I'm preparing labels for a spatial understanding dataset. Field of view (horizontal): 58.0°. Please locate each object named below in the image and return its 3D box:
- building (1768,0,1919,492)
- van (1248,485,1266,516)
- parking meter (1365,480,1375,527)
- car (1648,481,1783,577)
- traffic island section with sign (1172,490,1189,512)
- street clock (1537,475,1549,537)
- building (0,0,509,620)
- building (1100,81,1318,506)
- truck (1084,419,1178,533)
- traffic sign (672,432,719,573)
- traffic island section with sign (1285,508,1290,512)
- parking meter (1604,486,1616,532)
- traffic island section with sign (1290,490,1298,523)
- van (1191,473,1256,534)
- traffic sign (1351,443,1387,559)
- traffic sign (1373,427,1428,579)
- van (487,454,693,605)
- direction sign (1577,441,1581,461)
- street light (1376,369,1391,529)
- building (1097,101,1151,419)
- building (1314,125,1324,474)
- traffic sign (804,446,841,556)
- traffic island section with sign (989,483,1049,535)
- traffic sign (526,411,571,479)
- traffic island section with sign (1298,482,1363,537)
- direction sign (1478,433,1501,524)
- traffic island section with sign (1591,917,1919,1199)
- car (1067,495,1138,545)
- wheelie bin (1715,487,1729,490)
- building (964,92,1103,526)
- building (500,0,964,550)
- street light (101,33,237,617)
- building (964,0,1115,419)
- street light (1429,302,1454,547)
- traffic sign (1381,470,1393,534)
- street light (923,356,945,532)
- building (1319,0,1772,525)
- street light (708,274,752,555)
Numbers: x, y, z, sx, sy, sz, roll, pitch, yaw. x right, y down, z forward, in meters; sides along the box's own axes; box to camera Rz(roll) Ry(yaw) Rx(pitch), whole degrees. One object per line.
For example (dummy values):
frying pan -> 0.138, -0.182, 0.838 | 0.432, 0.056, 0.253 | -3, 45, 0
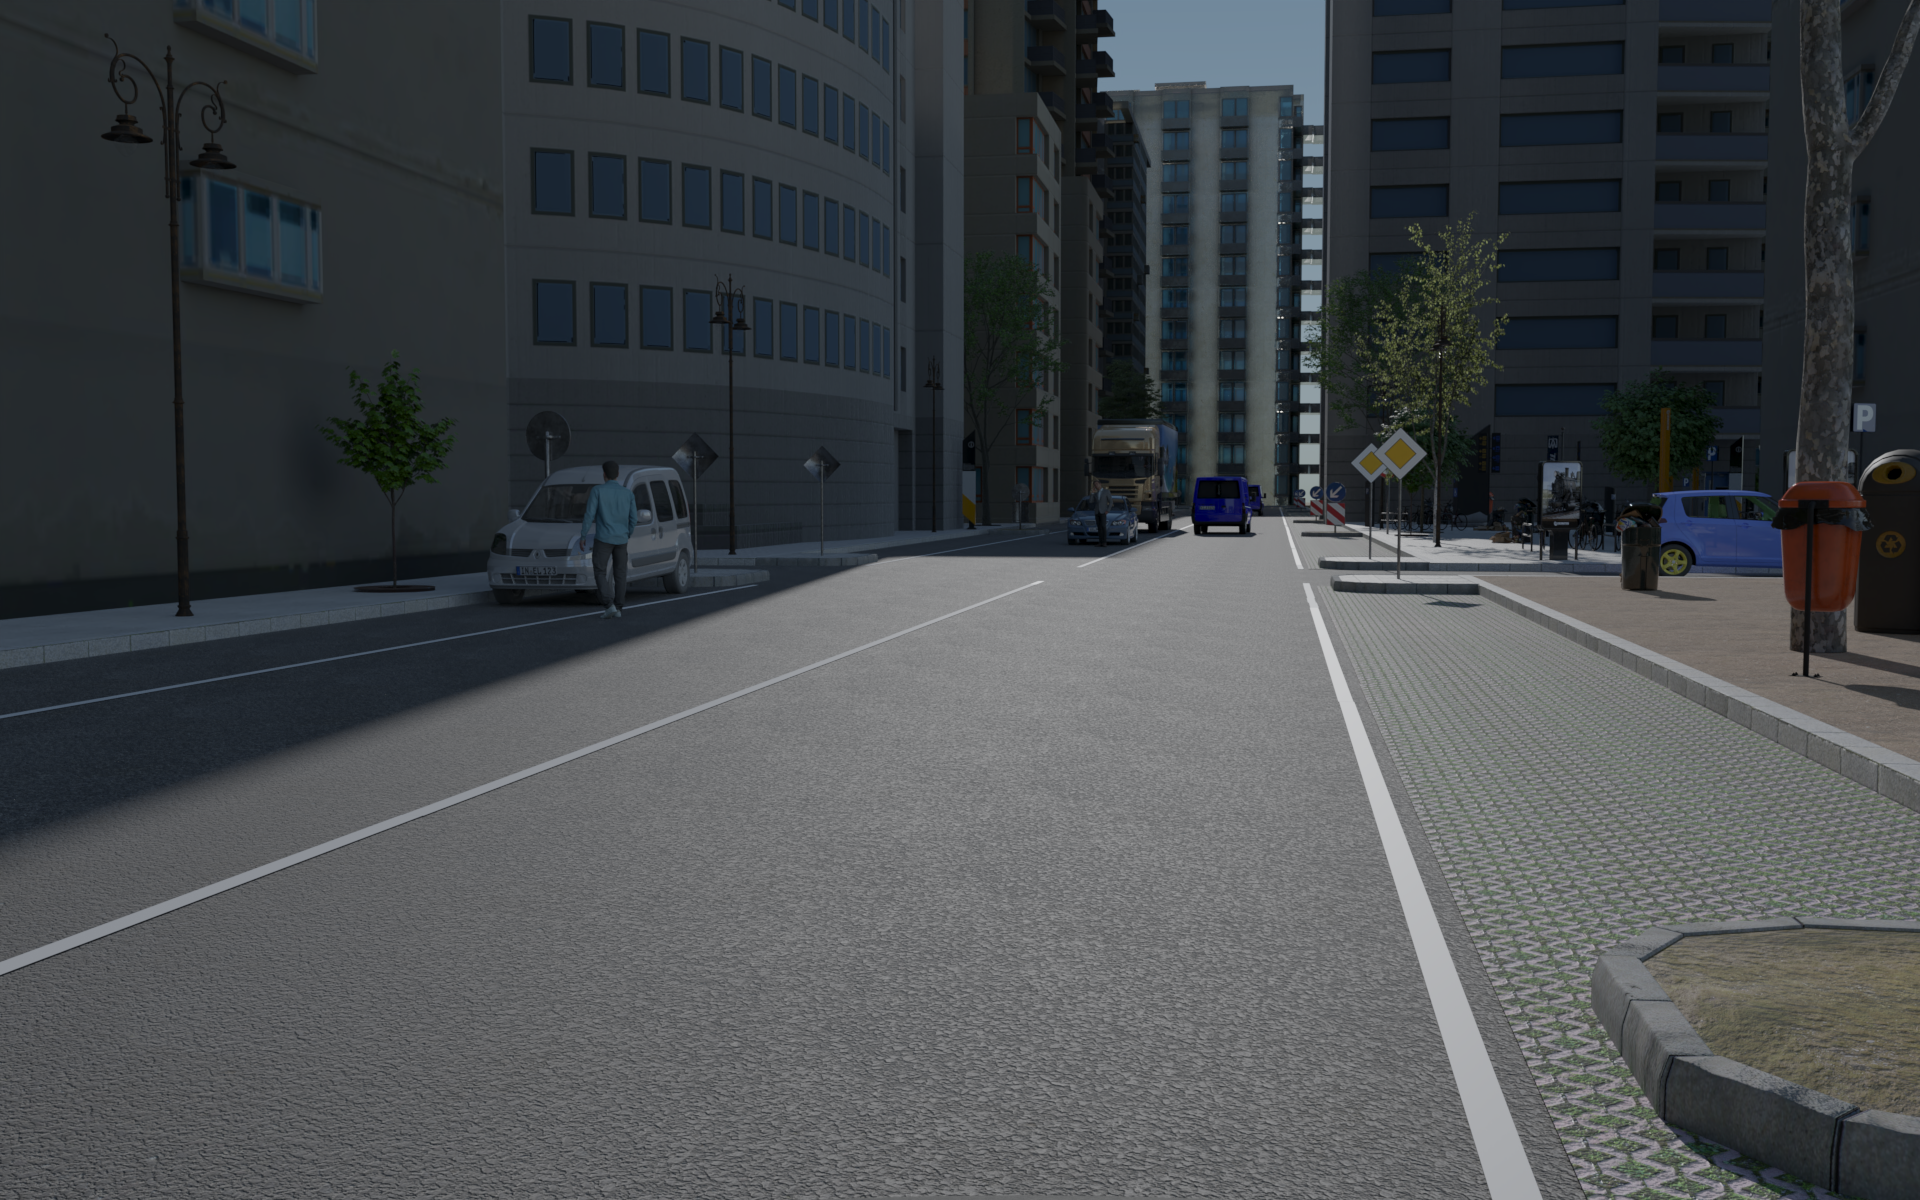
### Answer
building -> 75.479, -32.959, 162.584 | 21.600, 48.544, 21.300 | 1, 4, 10
van -> 19.083, -6.738, 114.552 | 2.240, 2.365, 5.245 | 1, 4, 11
parking meter -> 16.079, -3.806, 67.944 | 0.255, 1.863, 0.399 | -1, 4, -14
car -> 13.400, -1.224, 29.601 | 3.694, 1.707, 1.945 | 1, 4, 11
traffic island section with sign -> 20.538, -9.429, 162.784 | 1.989, 1.847, 2.006 | 1, 4, 10
street clock -> 17.523, -2.890, 51.823 | 0.471, 2.002, 0.358 | 0, 3, 0
building -> -19.872, -24.195, 19.284 | 21.600, 48.544, 21.300 | 1, 4, 10
building -> 25.841, -35.756, 204.223 | 30.456, 49.044, 23.786 | 1, 4, 10
truck -> 6.780, -4.774, 66.962 | 2.839, 4.237, 11.283 | 1, 4, 11
traffic sign -> -4.294, -1.495, 28.088 | 0.795, 2.450, 0.064 | 1, 4, 10
traffic island section with sign -> 26.376, -7.695, 134.440 | 1.989, 1.847, 2.006 | 1, 4, 10
parking meter -> 21.778, -3.035, 58.040 | 0.372, 1.533, 0.369 | 0, 3, 0
traffic island section with sign -> 17.351, -4.666, 84.912 | 1.989, 1.847, 2.006 | 1, 4, 10
van -> 9.648, -3.616, 63.504 | 2.240, 2.365, 5.245 | 1, 4, 12
traffic sign -> 8.048, -1.853, 33.944 | 0.795, 2.450, 0.064 | 1, 4, 10
traffic sign -> 6.618, -1.373, 26.087 | 0.795, 2.450, 0.064 | 1, 4, 10
van -> -4.994, -1.021, 23.712 | 2.013, 2.044, 4.112 | 1, 4, 9
direction sign -> 26.476, -5.027, 74.182 | 0.379, 3.537, 0.876 | 1, 4, 13
street light -> 15.642, -5.581, 64.040 | 0.468, 5.910, 1.993 | 1, 4, 10
building -> 6.204, -29.250, 170.118 | 23.993, 40.220, 32.217 | 1, 4, 10
building -> 55.876, -35.447, 199.174 | 30.456, 49.044, 23.786 | 1, 4, 10
traffic sign -> -2.864, -1.976, 35.944 | 0.795, 2.450, 0.064 | 1, 4, 10
traffic island section with sign -> 2.151, -3.252, 61.804 | 1.989, 1.847, 2.006 | 1, 4, 10
traffic sign -> -6.318, -1.616, 26.534 | 0.768, 2.556, 0.104 | 1, 4, 16
traffic island section with sign -> 12.493, -3.033, 58.217 | 1.989, 1.847, 2.006 | 1, 4, 10
direction sign -> 19.599, -4.415, 64.178 | 0.876, 3.537, 0.379 | 3, 5, 45
traffic island section with sign -> 2.654, 0.273, 4.159 | 1.989, 1.847, 2.006 | 1, 4, 10
car -> 4.179, -2.341, 50.283 | 2.014, 1.417, 4.499 | 1, 4, 10
wheelie bin -> 32.151, -3.977, 72.925 | 0.980, 1.594, 0.693 | 0, 4, -2
building -> -7.701, -15.072, 91.462 | 27.650, 21.520, 28.899 | 1, 4, 10
building -> -12.689, -31.133, 51.016 | 21.231, 58.520, 28.212 | 1, 4, 10
street light -> -8.148, -2.766, 18.018 | 0.468, 5.910, 1.993 | 1, 4, 10
building -> -0.467, -28.849, 126.302 | 22.147, 44.769, 28.867 | 1, 4, 10
street light -> 11.613, -4.227, 41.906 | 0.468, 5.910, 1.993 | 1, 4, 10
traffic sign -> 13.622, -3.364, 55.103 | 0.768, 2.556, 0.104 | 1, 4, 13
street light -> -0.869, -5.205, 57.893 | 0.468, 5.910, 1.993 | 1, 4, 10
building -> 29.688, -33.509, 89.867 | 21.231, 58.520, 28.212 | 1, 4, 10
street light -> -4.818, -3.895, 36.474 | 0.468, 5.910, 1.993 | 1, 4, 10
